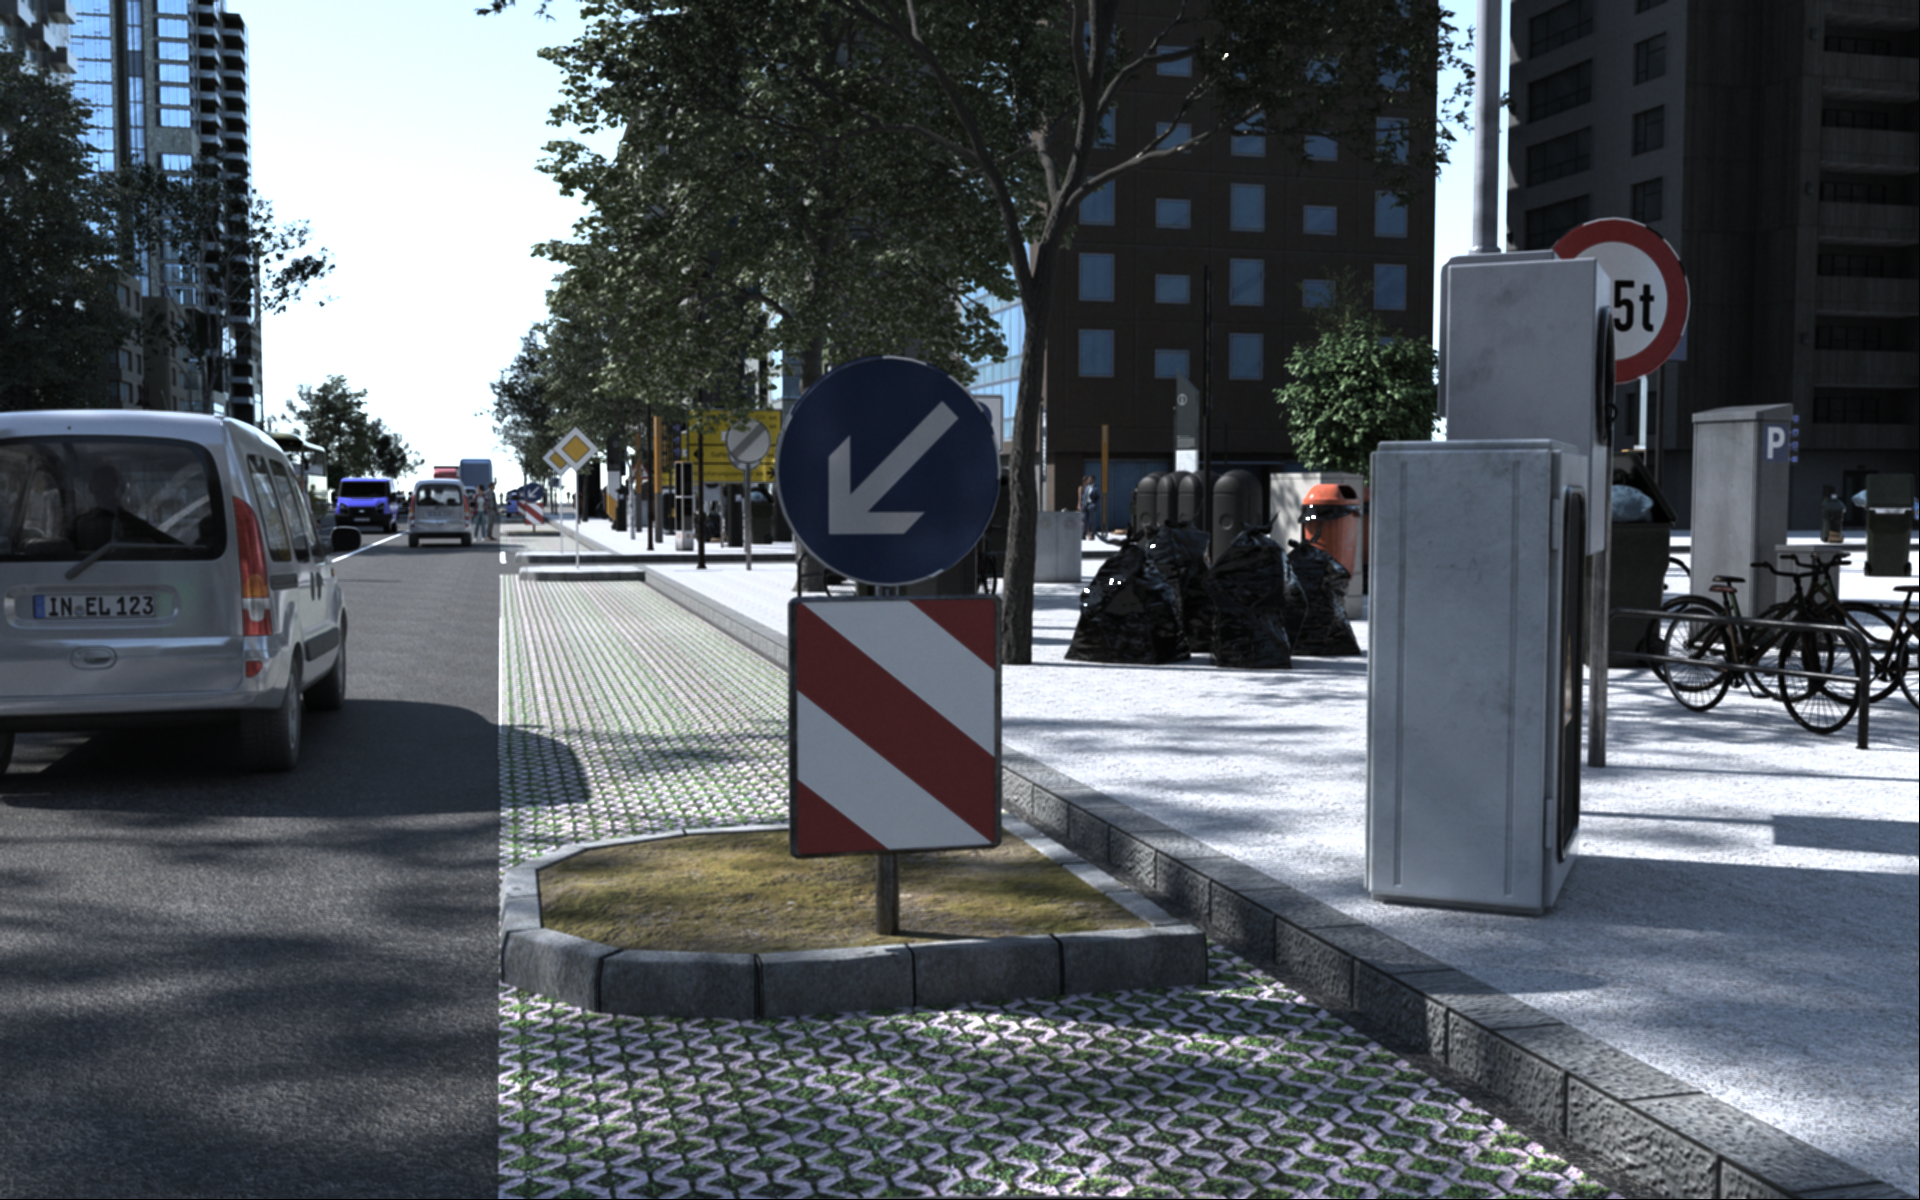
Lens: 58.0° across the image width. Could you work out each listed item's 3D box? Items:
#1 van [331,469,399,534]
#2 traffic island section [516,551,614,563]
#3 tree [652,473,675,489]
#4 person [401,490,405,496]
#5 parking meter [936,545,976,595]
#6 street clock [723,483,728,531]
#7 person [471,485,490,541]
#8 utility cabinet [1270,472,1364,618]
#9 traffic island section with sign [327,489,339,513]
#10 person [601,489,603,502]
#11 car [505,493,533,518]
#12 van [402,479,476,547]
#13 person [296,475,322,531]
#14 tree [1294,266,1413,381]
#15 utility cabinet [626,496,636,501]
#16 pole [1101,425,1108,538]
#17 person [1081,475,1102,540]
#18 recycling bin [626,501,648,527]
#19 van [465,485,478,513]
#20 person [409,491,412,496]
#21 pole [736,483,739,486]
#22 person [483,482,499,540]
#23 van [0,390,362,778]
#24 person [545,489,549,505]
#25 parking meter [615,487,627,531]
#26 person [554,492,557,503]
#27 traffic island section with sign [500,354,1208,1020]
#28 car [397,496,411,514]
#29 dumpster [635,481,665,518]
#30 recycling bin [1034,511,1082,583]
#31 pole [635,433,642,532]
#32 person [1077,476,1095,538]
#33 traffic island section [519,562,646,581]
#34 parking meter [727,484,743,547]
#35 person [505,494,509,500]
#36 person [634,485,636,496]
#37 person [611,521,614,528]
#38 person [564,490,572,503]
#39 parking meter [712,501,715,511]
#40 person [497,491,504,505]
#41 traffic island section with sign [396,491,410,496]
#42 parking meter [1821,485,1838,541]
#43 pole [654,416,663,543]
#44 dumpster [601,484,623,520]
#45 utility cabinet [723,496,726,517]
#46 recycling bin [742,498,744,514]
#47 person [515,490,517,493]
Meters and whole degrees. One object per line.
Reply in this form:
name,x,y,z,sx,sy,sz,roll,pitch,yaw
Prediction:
van,-21.966,-3.658,64.197,2.240,2.365,5.245,-1,4,-14
traffic island section,-8.548,-0.923,37.370,2.009,0.180,2.903,-1,4,-15
tree,-14.808,-5.680,87.473,1.663,3.219,1.824,0,3,0
person,-46.012,-8.206,143.224,0.434,1.755,0.990,-2,4,-33
parking meter,-0.041,-0.678,16.798,0.399,1.863,0.255,2,4,26
street clock,-8.001,-3.365,59.584,0.358,2.002,0.471,-2,4,-29
person,-14.575,-2.651,52.688,0.563,1.720,0.643,-1,4,-15
utility cabinet,3.715,-0.574,18.066,0.318,1.500,1.173,-2,4,-27
traffic island section with sign,-46.868,-7.460,130.592,1.989,1.847,2.006,-1,4,-15
person,-35.334,-10.051,170.929,0.434,1.755,0.990,-2,4,-28
car,-27.029,-5.931,106.559,1.945,1.707,3.694,-1,4,-13
van,-14.495,-2.521,48.231,2.013,2.044,4.112,-1,4,-17
person,-10.927,-1.196,28.734,0.731,1.740,0.598,0,4,5
tree,12.515,-6.427,55.442,4.737,8.622,4.395,0,3,0
utility cabinet,-13.632,-3.727,72.090,0.306,1.237,1.020,1,4,17
pole,4.276,-3.502,51.105,0.158,3.312,0.155,0,3,0
person,3.616,-2.563,48.128,0.721,1.800,0.419,3,5,40
recycling bin,-12.658,-3.357,67.446,0.722,1.027,0.722,3,4,39
van,-29.633,-5.936,104.058,2.013,2.044,4.112,-1,4,-14
person,-71.860,-13.317,226.330,0.705,1.812,1.348,-2,4,-31
pole,-12.518,-6.339,97.483,0.158,3.312,0.155,0,3,0
person,-14.663,-2.780,54.060,0.391,1.810,0.635,1,4,14
van,-4.595,-0.189,10.098,2.013,2.044,4.112,-1,4,-15
person,-47.387,-11.744,198.138,1.350,1.814,0.705,2,4,32
parking meter,-11.676,-3.135,59.668,0.372,1.533,0.369,0,3,0
person,-58.016,-14.738,248.474,0.415,1.643,0.593,0,4,3
traffic island section with sign,-0.493,0.180,5.684,1.989,1.847,2.006,-1,4,-15
car,-34.277,-5.744,106.500,1.945,1.354,3.894,-1,4,-15
dumpster,-13.480,-4.265,75.491,1.264,1.857,1.865,-1,4,-15
recycling bin,1.386,-0.778,25.274,0.722,1.027,0.722,0,4,-2
pole,-10.770,-3.925,58.022,0.158,3.312,0.155,0,3,0
person,3.603,-2.706,50.382,0.616,1.811,0.778,-3,5,-44
traffic island section,-6.501,-0.451,29.651,2.009,0.180,2.903,-1,4,-15
parking meter,-5.433,-2.049,41.905,0.372,1.533,0.369,0,3,0
person,-47.363,-10.379,181.385,0.799,1.438,0.628,2,4,28
person,-20.414,-6.333,109.385,0.447,1.846,0.655,0,4,-6
person,-12.559,-3.257,63.570,0.475,1.303,0.640,3,4,39
person,-56.649,-14.946,250.542,1.348,1.807,0.705,0,4,-6
parking meter,-14.894,-6.096,105.386,0.399,1.863,0.255,0,4,-1
person,-58.521,-12.984,220.869,0.705,1.814,1.350,1,4,23
traffic island section with sign,-67.900,-12.309,209.882,1.989,1.847,2.006,-1,4,-15
parking meter,23.724,-2.377,47.270,0.372,1.533,0.369,0,3,0
pole,-7.908,-3.153,45.398,0.158,3.312,0.155,0,3,0
dumpster,-17.399,-4.985,87.257,1.264,1.857,1.865,-1,4,-15
utility cabinet,-12.830,-5.228,96.636,0.306,1.237,1.020,2,4,35
recycling bin,-14.529,-6.144,113.002,0.722,1.027,0.722,-2,4,-26
person,-30.978,-6.855,121.270,1.217,1.739,0.721,3,4,38
